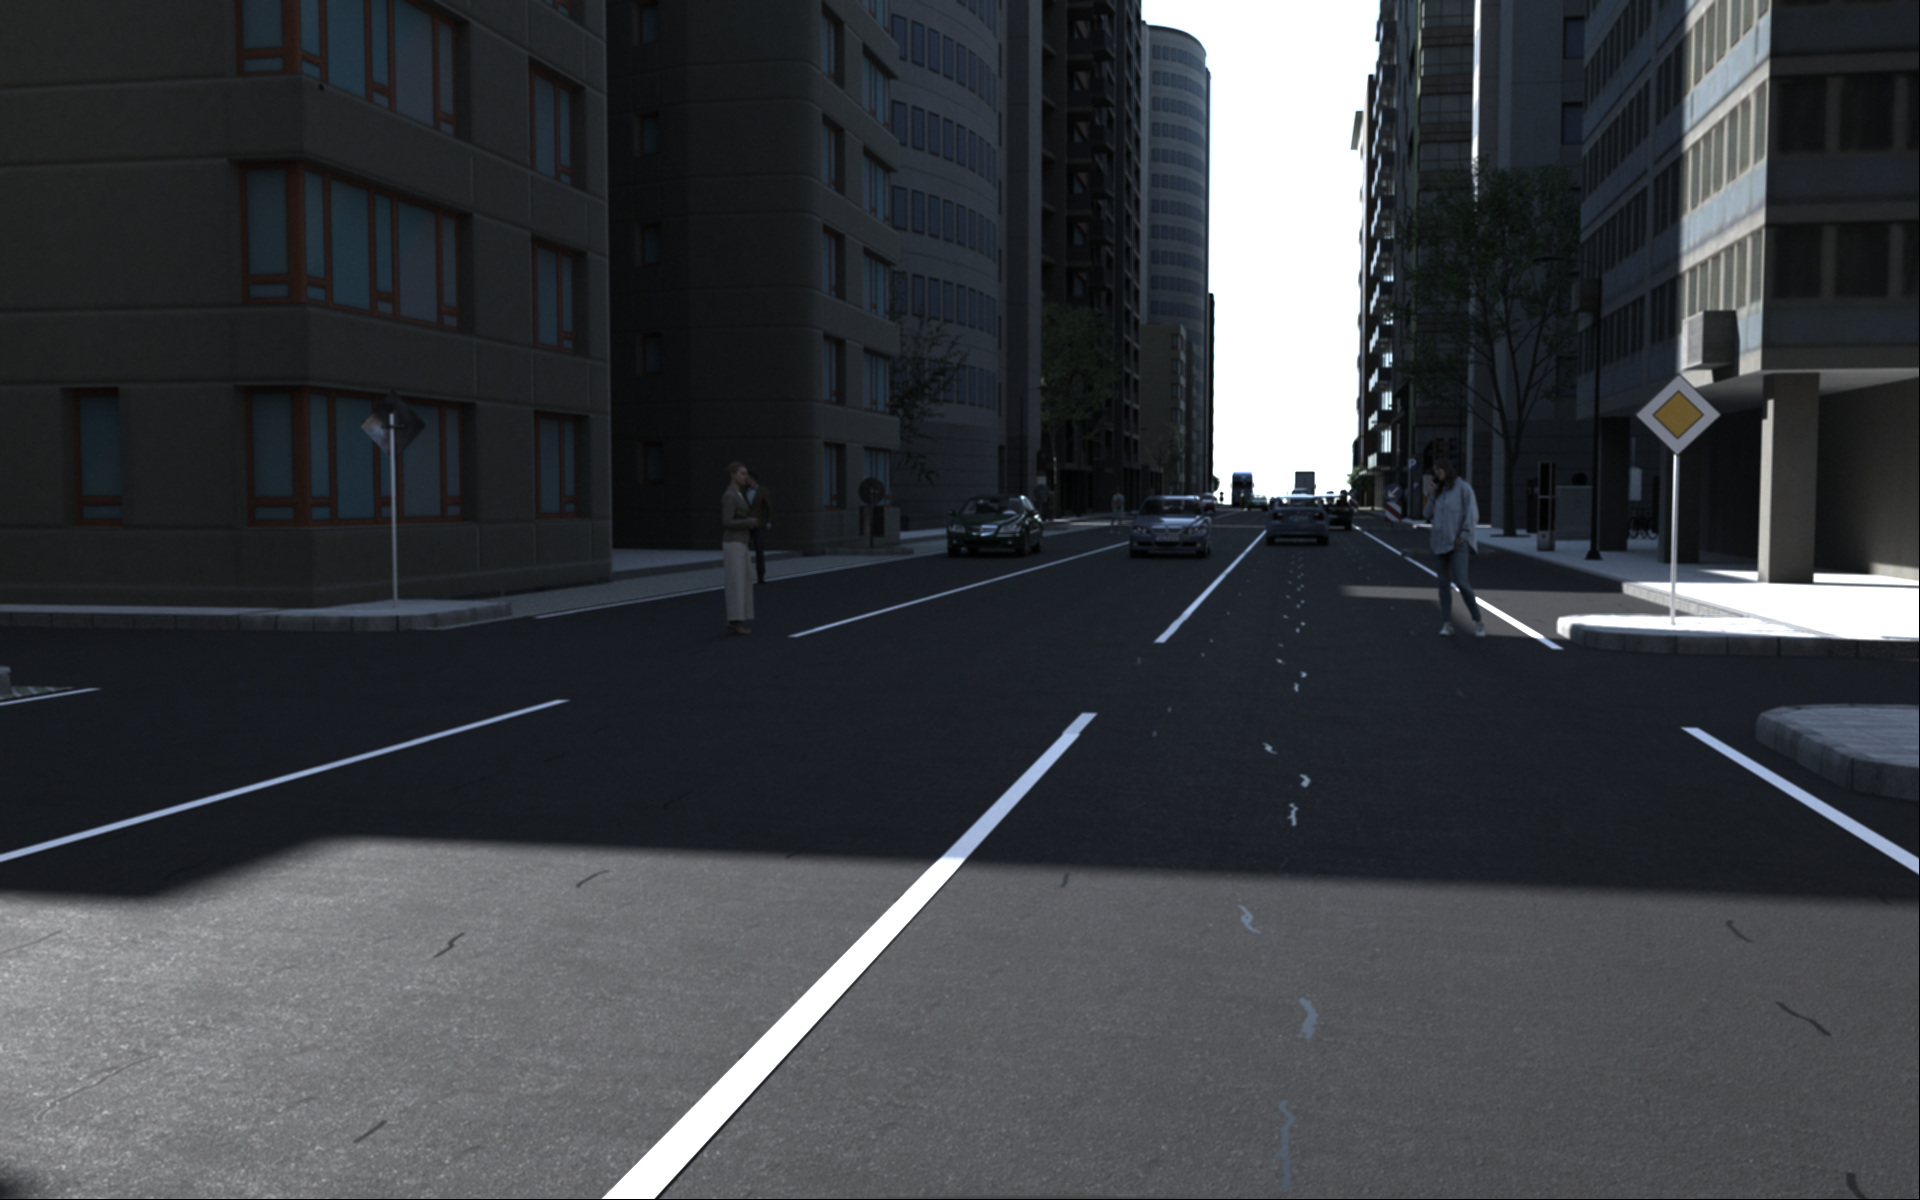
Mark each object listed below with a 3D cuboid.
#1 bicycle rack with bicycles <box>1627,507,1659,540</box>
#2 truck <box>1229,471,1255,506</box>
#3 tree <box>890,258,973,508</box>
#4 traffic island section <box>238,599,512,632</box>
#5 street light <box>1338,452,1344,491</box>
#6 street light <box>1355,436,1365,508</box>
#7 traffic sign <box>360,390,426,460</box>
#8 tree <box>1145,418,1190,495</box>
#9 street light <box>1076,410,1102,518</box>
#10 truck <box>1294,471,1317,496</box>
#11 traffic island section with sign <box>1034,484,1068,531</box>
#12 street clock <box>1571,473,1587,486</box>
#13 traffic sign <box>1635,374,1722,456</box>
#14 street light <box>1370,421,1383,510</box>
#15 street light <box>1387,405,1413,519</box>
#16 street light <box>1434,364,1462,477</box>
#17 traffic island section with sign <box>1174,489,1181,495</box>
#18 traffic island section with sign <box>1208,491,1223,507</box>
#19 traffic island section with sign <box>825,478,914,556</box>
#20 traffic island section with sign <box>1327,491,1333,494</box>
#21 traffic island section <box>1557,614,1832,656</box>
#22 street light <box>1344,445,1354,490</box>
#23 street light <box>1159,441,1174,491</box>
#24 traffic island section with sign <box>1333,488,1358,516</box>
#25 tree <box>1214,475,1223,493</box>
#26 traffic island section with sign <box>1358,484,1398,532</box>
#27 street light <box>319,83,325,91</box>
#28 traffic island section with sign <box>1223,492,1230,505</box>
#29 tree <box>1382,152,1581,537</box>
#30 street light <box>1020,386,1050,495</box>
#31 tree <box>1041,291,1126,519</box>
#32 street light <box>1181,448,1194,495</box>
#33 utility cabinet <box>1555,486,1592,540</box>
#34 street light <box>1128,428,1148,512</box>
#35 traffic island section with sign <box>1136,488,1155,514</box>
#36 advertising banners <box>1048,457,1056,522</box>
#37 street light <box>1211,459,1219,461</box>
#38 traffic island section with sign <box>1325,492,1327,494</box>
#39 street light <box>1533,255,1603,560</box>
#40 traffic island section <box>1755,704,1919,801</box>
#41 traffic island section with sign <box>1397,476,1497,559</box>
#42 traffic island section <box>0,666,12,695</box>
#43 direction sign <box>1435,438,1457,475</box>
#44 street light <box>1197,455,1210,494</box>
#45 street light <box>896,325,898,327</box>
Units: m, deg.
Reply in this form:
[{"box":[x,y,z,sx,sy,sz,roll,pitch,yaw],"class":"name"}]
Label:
[{"box":[19.902,-2.231,49.864,2.852,0.926,2.925,1,4,12],"class":"bicycle rack with bicycles"},{"box":[33.716,-13.193,205.465,2.967,4.110,18.799,1,4,11],"class":"truck"},{"box":[-2.041,-6.257,52.670,4.360,8.622,3.978,0,3,0],"class":"tree"},{"box":[-6.389,0.169,19.523,2.009,0.180,2.903,1,4,11],"class":"traffic island section"},{"box":[42.673,-13.329,190.472,1.470,5.913,1.316,1,4,11],"class":"street light"},{"box":[32.325,-10.106,137.773,1.470,5.913,1.316,1,4,11],"class":"street light"},{"box":[-6.365,-1.056,19.451,0.795,2.593,0.064,1,4,11],"class":"traffic sign"},{"box":[20.317,-13.335,168.393,4.360,8.622,3.978,0,3,0],"class":"tree"},{"box":[7.047,-7.469,94.664,1.470,5.913,1.316,1,4,11],"class":"street light"},{"box":[42.805,-13.817,214.822,2.839,4.237,11.283,1,4,12],"class":"truck"},{"box":[3.210,-3.643,68.186,1.989,1.847,2.006,1,4,11],"class":"traffic island section with sign"},{"box":[21.157,-3.342,59.215,0.471,2.002,0.358,-1,4,-18],"class":"street clock"},{"box":[6.970,-0.894,16.815,0.795,2.593,0.064,1,4,11],"class":"traffic sign"},{"box":[26.833,-8.420,110.206,1.470,5.913,1.316,1,4,11],"class":"street light"},{"box":[22.898,-7.177,89.879,1.470,5.913,1.316,1,4,11],"class":"street light"},{"box":[17.352,-5.473,62.025,1.470,5.913,1.316,1,4,11],"class":"street light"},{"box":[18.148,-8.289,144.156,1.989,1.847,2.006,1,4,11],"class":"traffic island section with sign"},{"box":[28.680,-11.559,197.619,1.989,1.847,2.006,1,4,11],"class":"traffic island section with sign"},{"box":[-2.164,-1.977,40.944,1.989,1.847,2.006,1,4,11],"class":"traffic island section with sign"},{"box":[31.228,-8.132,141.581,1.989,1.847,2.006,1,4,11],"class":"traffic island section with sign"},{"box":[6.995,0.330,16.893,2.009,0.180,2.903,1,4,11],"class":"traffic island section"},{"box":[37.711,-11.793,165.360,1.470,5.913,1.316,1,4,11],"class":"street light"},{"box":[17.942,-10.901,150.771,1.470,5.913,1.316,1,4,11],"class":"street light"},{"box":[26.011,-6.514,115.134,1.989,1.847,2.006,1,4,11],"class":"traffic island section with sign"},{"box":[36.296,-16.274,249.797,4.285,4.588,4.351,0,3,0],"class":"tree"},{"box":[16.319,-3.501,65.874,1.989,1.847,2.006,1,4,11],"class":"traffic island section with sign"},{"box":[-7.818,-2.884,19.697,1.470,5.913,1.316,1,4,11],"class":"street light"},{"box":[34.025,-13.221,224.788,1.989,1.847,2.006,1,4,11],"class":"traffic island section with sign"},{"box":[16.611,-7.716,51.908,9.928,11.665,9.643,0,3,0],"class":"tree"},{"box":[3.190,-6.266,74.986,1.470,5.913,1.316,1,4,11],"class":"street light"},{"box":[4.878,-9.961,88.619,9.928,11.665,9.643,0,3,0],"class":"tree"},{"box":[23.063,-12.460,176.257,1.470,5.913,1.316,1,4,11],"class":"street light"},{"box":[16.903,-2.394,47.819,1.173,1.500,0.318,0,4,-6],"class":"utility cabinet"},{"box":[12.579,-9.184,122.692,1.470,5.913,1.316,1,4,11],"class":"street light"},{"box":[12.951,-6.671,117.705,1.989,1.847,2.006,1,4,11],"class":"traffic island section with sign"},{"box":[4.338,-5.207,81.318,0.090,3.025,2.074,1,4,12],"class":"advertising banners"},{"box":[33.943,-15.840,231.517,1.470,5.913,1.316,1,4,11],"class":"street light"},{"box":[41.815,-11.425,195.422,1.989,1.847,2.006,1,4,11],"class":"traffic island section with sign"},{"box":[11.842,-3.744,33.756,1.470,5.913,1.316,1,4,11],"class":"street light"},{"box":[5.452,0.809,9.058,2.009,0.180,2.903,1,4,11],"class":"traffic island section"},{"box":[11.104,-1.884,39.426,1.989,1.847,2.006,1,4,11],"class":"traffic island section with sign"},{"box":[-7.932,0.648,11.688,2.009,0.180,2.903,1,4,11],"class":"traffic island section"},{"box":[19.666,-4.781,70.162,0.876,3.537,0.379,0,4,1],"class":"direction sign"},{"box":[28.480,-14.153,203.945,1.470,5.913,1.316,1,4,11],"class":"street light"},{"box":[-2.378,-4.572,47.295,1.470,5.913,1.316,1,4,11],"class":"street light"}]
